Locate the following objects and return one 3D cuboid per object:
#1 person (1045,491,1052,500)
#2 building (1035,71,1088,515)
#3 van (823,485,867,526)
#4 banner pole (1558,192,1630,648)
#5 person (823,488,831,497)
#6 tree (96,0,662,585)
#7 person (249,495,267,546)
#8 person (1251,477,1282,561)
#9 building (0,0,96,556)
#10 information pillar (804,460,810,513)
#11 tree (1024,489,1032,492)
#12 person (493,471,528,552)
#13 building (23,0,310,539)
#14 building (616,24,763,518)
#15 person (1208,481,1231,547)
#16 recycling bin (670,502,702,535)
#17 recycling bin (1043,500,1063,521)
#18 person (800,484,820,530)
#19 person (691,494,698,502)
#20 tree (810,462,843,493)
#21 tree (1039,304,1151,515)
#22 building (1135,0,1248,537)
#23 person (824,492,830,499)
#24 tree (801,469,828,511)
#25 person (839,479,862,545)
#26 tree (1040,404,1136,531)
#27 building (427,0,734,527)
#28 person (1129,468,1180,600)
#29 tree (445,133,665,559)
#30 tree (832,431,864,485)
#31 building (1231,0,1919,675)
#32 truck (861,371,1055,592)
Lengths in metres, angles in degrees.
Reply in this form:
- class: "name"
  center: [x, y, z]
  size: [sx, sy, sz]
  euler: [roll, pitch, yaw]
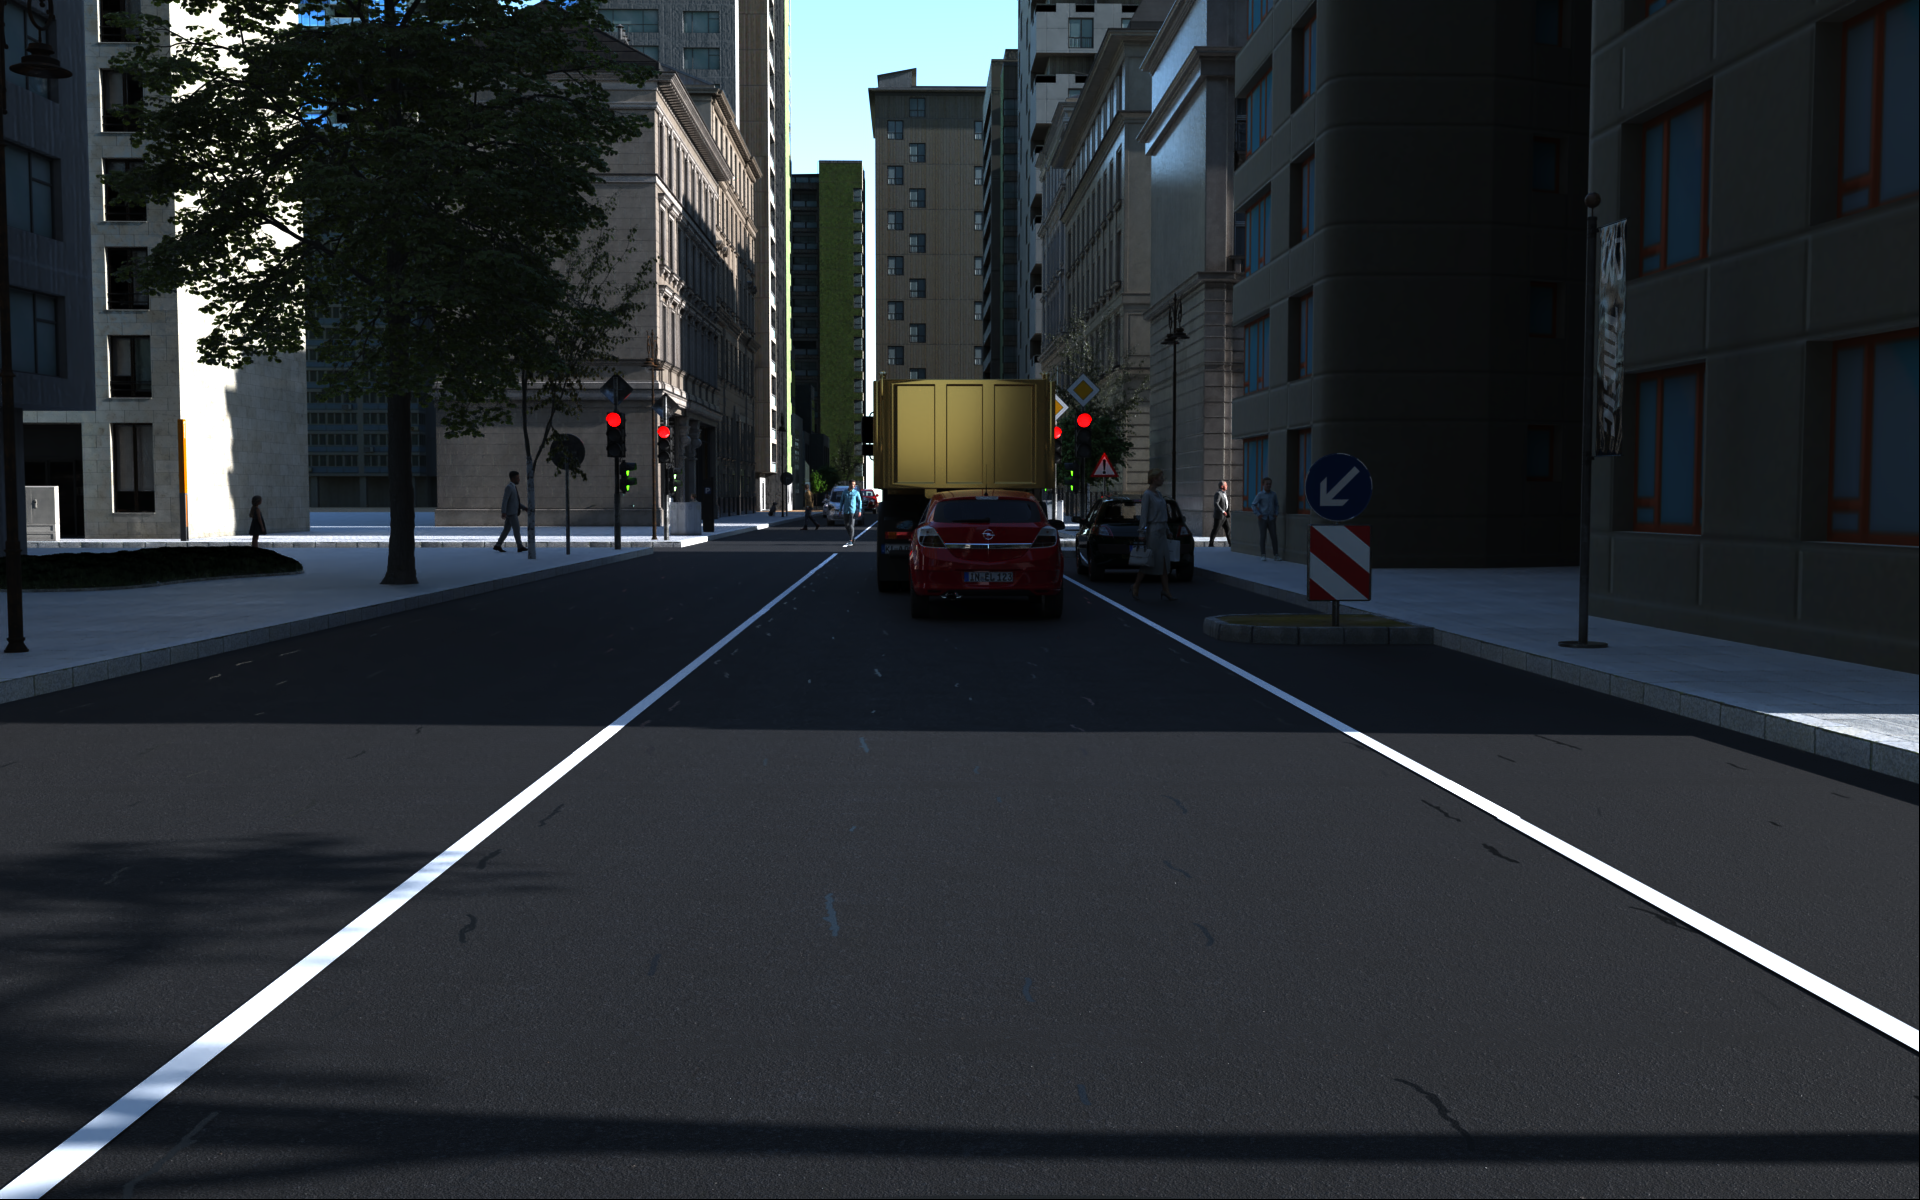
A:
- class: "person"
  center: [4.725, -5.206, 91.284]
  size: [0.853, 1.813, 0.709]
  euler: [1, 4, 15]
- class: "building"
  center: [12.205, -20.019, 113.212]
  size: [13.634, 28.700, 20.117]
  euler: [0, 4, -2]
- class: "van"
  center: [-5.270, -4.462, 79.958]
  size: [2.013, 2.044, 4.112]
  euler: [0, 4, -2]
- class: "banner pole"
  center: [5.270, -1.482, 14.253]
  size: [0.401, 3.779, 0.863]
  euler: [0, 4, -5]
- class: "person"
  center: [-11.848, -9.279, 157.735]
  size: [1.348, 1.826, 0.705]
  euler: [0, 4, 5]
- class: "tree"
  center: [-8.180, -6.523, 24.784]
  size: [7.486, 12.596, 7.792]
  euler: [0, 3, 0]
- class: "person"
  center: [-14.657, -1.557, 36.166]
  size: [0.373, 1.253, 0.362]
  euler: [-3, 4, -36]
- class: "person"
  center: [5.891, -1.553, 33.246]
  size: [0.589, 1.601, 0.330]
  euler: [0, 4, -4]
- class: "building"
  center: [-23.412, -21.062, 27.966]
  size: [14.086, 41.232, 14.154]
  euler: [0, 4, -2]
- class: "information pillar"
  center: [-10.565, -7.874, 120.096]
  size: [0.183, 3.616, 0.504]
  euler: [-3, 5, -45]
- class: "tree"
  center: [3.907, -7.132, 111.209]
  size: [1.663, 3.219, 1.824]
  euler: [0, 3, 0]
- class: "person"
  center: [-9.891, -1.950, 38.202]
  size: [0.850, 1.792, 0.678]
  euler: [0, 4, -5]
- class: "building"
  center: [-30.748, -12.181, 53.916]
  size: [16.860, 20.320, 10.420]
  euler: [0, 4, -2]
- class: "building"
  center: [-18.973, -18.707, 103.123]
  size: [12.463, 27.353, 25.104]
  euler: [0, 4, -2]
- class: "person"
  center: [6.828, -2.193, 44.750]
  size: [0.834, 1.777, 0.661]
  euler: [1, 4, 20]
- class: "recycling bin"
  center: [-8.574, -2.543, 54.139]
  size: [0.722, 1.027, 0.722]
  euler: [2, 4, 33]
- class: "recycling bin"
  center: [3.747, -3.507, 69.897]
  size: [0.722, 1.027, 0.722]
  euler: [-1, 4, -8]
- class: "person"
  center: [-6.002, -3.712, 69.094]
  size: [0.836, 1.842, 0.656]
  euler: [-1, 4, -18]
- class: "person"
  center: [-9.445, -3.134, 61.553]
  size: [0.475, 1.303, 0.640]
  euler: [1, 4, 21]
- class: "tree"
  center: [-13.233, -11.577, 172.994]
  size: [4.285, 4.588, 4.351]
  euler: [0, 3, 0]
- class: "tree"
  center: [5.260, -7.184, 67.814]
  size: [4.360, 8.622, 3.978]
  euler: [0, 3, 0]
- class: "building"
  center: [18.613, -13.175, 57.212]
  size: [24.055, 21.916, 13.314]
  euler: [0, 4, -2]
- class: "person"
  center: [-11.358, -8.464, 147.617]
  size: [0.628, 1.438, 0.799]
  euler: [-3, 5, -43]
- class: "tree"
  center: [-11.416, -8.674, 136.429]
  size: [1.663, 3.219, 1.824]
  euler: [0, 3, 0]
- class: "person"
  center: [-3.021, -2.454, 48.481]
  size: [0.638, 1.841, 0.748]
  euler: [2, 4, 24]
- class: "tree"
  center: [4.427, -4.700, 60.555]
  size: [4.285, 4.588, 4.351]
  euler: [0, 3, 0]
- class: "building"
  center: [-16.329, -13.350, 69.183]
  size: [10.553, 20.767, 40.483]
  euler: [0, 4, -2]
- class: "person"
  center: [2.621, -0.892, 23.438]
  size: [0.694, 1.780, 0.624]
  euler: [-3, 5, -43]
- class: "tree"
  center: [-8.231, -5.114, 33.972]
  size: [4.360, 8.622, 3.978]
  euler: [0, 3, 0]
- class: "tree"
  center: [-13.191, -15.319, 200.819]
  size: [4.360, 8.622, 3.978]
  euler: [0, 3, 0]
- class: "building"
  center: [20.288, -10.955, 24.148]
  size: [27.650, 21.520, 28.899]
  euler: [0, 4, -2]
- class: "truck"
  center: [-0.046, -2.024, 29.016]
  size: [3.469, 3.379, 9.791]
  euler: [0, 4, -1]
